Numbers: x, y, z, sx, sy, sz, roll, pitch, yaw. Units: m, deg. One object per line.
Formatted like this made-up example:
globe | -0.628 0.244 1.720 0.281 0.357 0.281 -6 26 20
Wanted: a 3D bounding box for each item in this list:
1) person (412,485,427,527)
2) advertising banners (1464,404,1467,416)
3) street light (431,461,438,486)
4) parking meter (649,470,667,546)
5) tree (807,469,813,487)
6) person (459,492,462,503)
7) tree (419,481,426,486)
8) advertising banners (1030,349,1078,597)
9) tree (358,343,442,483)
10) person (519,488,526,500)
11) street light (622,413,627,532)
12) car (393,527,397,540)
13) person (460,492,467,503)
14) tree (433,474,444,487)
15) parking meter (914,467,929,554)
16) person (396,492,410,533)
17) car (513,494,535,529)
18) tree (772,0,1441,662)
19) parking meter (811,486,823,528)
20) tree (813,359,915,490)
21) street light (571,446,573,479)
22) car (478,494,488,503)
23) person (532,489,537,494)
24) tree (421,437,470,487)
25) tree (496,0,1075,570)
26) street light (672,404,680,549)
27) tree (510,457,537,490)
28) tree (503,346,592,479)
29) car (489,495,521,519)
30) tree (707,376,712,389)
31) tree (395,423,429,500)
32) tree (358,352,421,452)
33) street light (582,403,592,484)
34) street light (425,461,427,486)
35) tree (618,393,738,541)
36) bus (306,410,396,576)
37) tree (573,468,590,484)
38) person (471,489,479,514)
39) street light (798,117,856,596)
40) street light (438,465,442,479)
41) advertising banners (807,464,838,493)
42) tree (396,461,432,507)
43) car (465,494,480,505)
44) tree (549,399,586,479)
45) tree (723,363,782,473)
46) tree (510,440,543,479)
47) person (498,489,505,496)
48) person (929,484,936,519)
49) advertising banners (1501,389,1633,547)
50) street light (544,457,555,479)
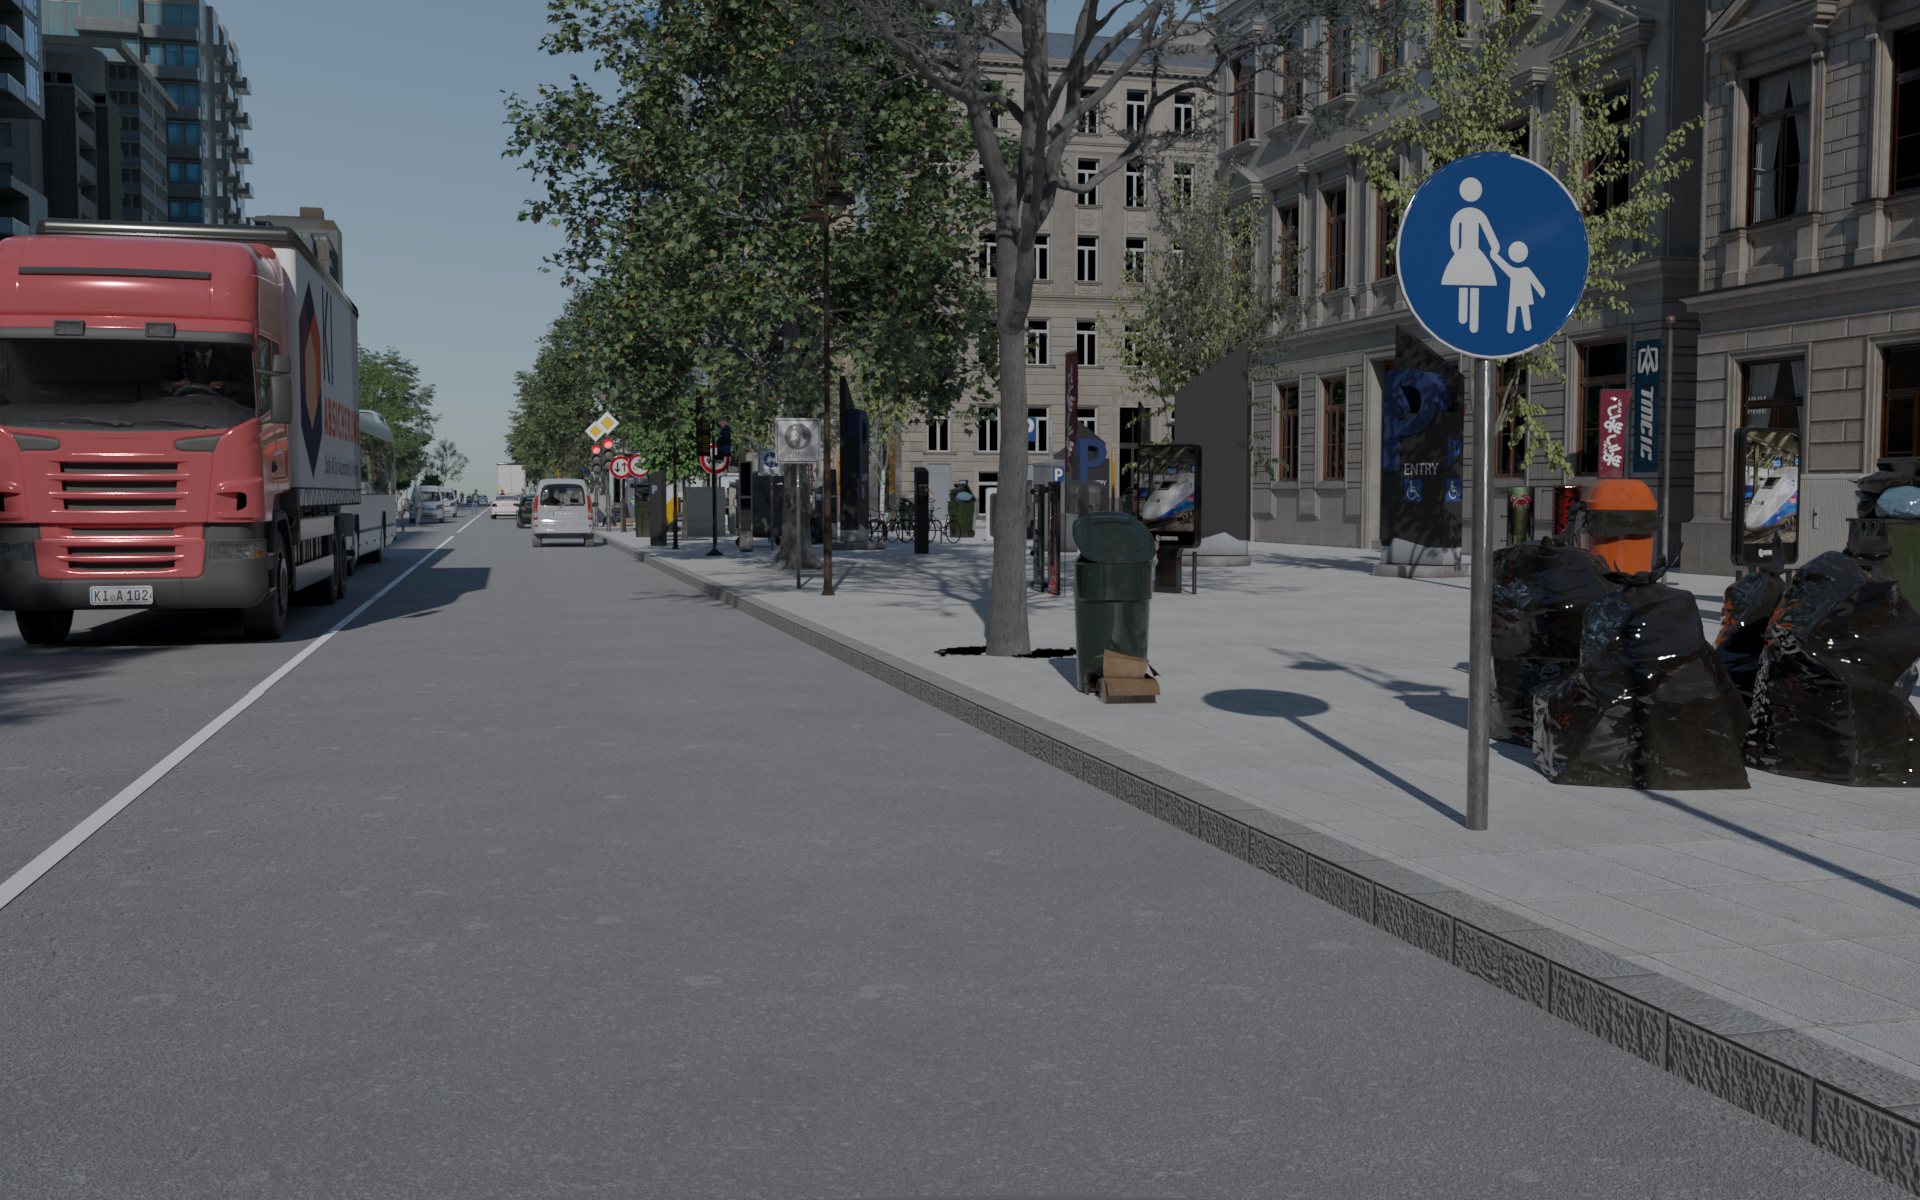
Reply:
person | -23.285 -4.038 74.694 0.661 1.801 0.590 2 4 30
advertising banners | 8.950 -2.265 33.216 2.074 3.025 0.090 -2 4 -29
street light | -72.067 -16.137 236.632 0.468 5.910 1.993 -1 4 -15
parking meter | -7.450 -2.264 42.719 0.399 1.863 0.255 2 4 35
tree | -6.517 -8.233 84.971 4.360 8.622 3.978 0 3 0
person | -83.283 -17.170 289.219 1.348 1.826 0.705 3 4 37
tree | -71.866 -14.469 231.174 1.663 3.219 1.824 0 3 0
advertising banners | 1.194 -1.581 22.030 0.090 3.025 2.074 -1 4 -12
tree | -49.308 -14.712 147.199 9.857 13.997 8.962 0 3 0
person | -27.669 -6.139 109.145 0.573 1.790 0.520 1 4 17
street light | -11.396 -5.252 58.660 0.468 5.910 1.993 -1 4 -15
car | -18.311 -2.486 53.010 2.083 1.381 4.827 -1 4 -15
person | -81.181 -16.784 282.933 1.348 1.822 0.705 -3 5 -43
tree | -74.962 -16.020 245.635 4.285 4.588 4.351 0 3 0
parking meter | -0.830 -1.934 37.331 0.255 1.863 0.399 -1 4 -14
person | -20.738 -3.255 64.322 0.503 1.515 0.523 1 4 20
car | -17.826 -3.876 73.164 2.009 1.686 4.222 -1 4 -16
tree | 0.466 -6.296 13.302 12.009 13.543 11.850 0 3 0
parking meter | -4.195 -2.600 50.920 0.372 1.533 0.369 0 3 0
tree | -3.459 -7.426 71.780 4.360 8.622 3.978 0 3 0
street light | -22.610 -7.834 100.881 0.468 5.910 1.993 -1 4 -15
car | -76.823 -16.292 278.379 2.014 1.417 4.499 -1 4 -16
person | -27.604 -6.341 112.448 0.793 1.790 0.793 2 4 31
tree | -84.668 -21.334 283.217 8.767 10.594 7.601 -2 4 -30
tree | -2.876 -6.878 29.457 9.611 12.733 9.660 0 3 0
street light | -6.628 -4.122 40.185 0.468 5.910 1.993 -1 4 -15
tree | -69.525 -21.867 283.286 9.928 11.665 9.643 0 3 0
tree | -31.020 -13.125 132.728 7.486 12.596 7.792 0 3 0
car | -26.028 -5.338 99.630 2.083 1.381 4.827 -1 4 -14
tree | -13.681 -9.143 99.847 4.737 8.622 4.395 0 3 0
tree | -58.437 -14.083 180.613 4.737 8.622 4.395 0 3 0
tree | -44.184 -12.395 128.419 9.928 11.665 9.643 0 3 0
street light | -17.688 -6.689 82.148 0.468 5.910 1.993 -1 4 -15
street light | -67.242 -15.008 218.165 0.468 5.910 1.993 -1 4 -15
tree | -7.773 -3.940 48.126 4.285 4.588 4.351 0 3 0
bus | -12.513 -2.319 32.777 2.948 3.499 13.247 -1 4 -14
tree | -25.373 -7.454 116.480 1.663 3.219 1.824 0 3 0
person | -34.633 -7.026 123.726 0.623 1.781 0.721 0 4 -2
street light | -1.673 -2.995 21.759 0.468 5.910 1.993 -1 4 -15
street light | -77.045 -17.290 255.472 0.468 5.910 1.993 -1 4 -15
advertising banners | -7.171 -5.761 90.382 2.074 3.025 0.090 -1 4 -18
tree | -55.261 -11.404 170.169 4.285 4.588 4.351 0 3 0
car | -66.154 -13.650 235.181 2.014 1.417 4.499 -1 4 -15
tree | -24.991 -9.833 111.132 4.360 8.622 3.978 0 3 0
tree | -8.494 -7.886 79.292 4.737 8.622 4.395 0 3 0
tree | -49.660 -16.614 206.049 8.767 10.594 7.601 0 4 0
person | -38.631 -8.434 146.362 0.705 1.831 1.348 3 5 43
person | -1.078 -3.428 64.732 0.526 1.800 0.537 3 5 40
advertising banners | 10.198 -2.016 29.143 2.074 3.025 0.090 1 4 9
street light | -37.046 -11.215 156.149 0.468 5.910 1.993 -1 4 -15
